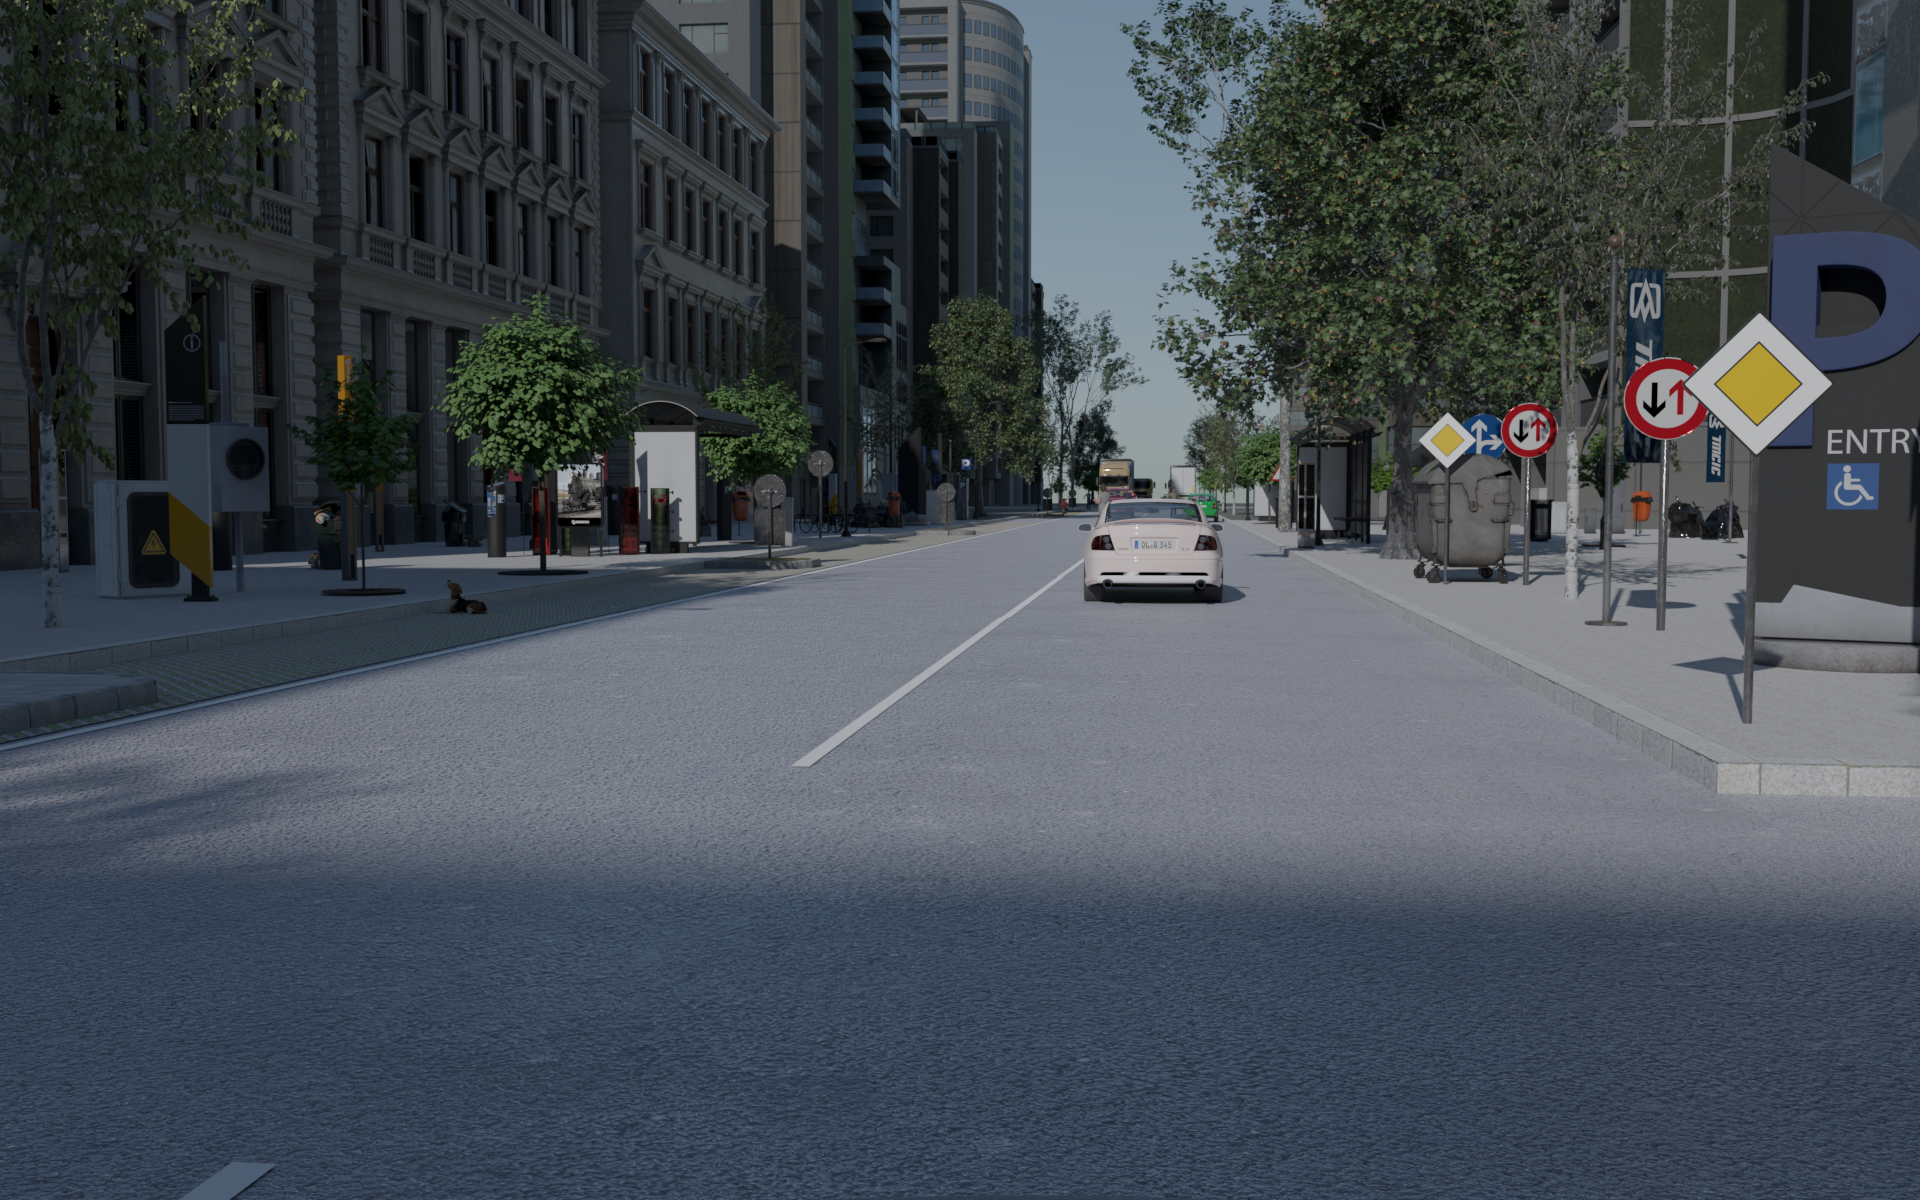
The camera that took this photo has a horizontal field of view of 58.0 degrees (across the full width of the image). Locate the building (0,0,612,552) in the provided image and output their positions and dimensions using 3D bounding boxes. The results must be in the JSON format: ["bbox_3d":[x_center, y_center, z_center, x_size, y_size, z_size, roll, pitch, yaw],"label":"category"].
[{"bbox_3d":[-18.163,-13.532,50.133,11.050,23.489,19.941,0,4,7],"label":"building"}]

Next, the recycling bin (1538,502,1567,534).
[{"bbox_3d":[19.190,-2.662,56.081,0.722,1.027,0.722,0,4,3],"label":"recycling bin"}]

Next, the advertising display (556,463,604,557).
[{"bbox_3d":[-7.758,-1.844,35.371,0.974,1.923,0.123,0,4,5],"label":"advertising display"}]

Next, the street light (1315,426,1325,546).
[{"bbox_3d":[8.342,-4.300,42.849,1.470,5.913,1.316,0,4,7],"label":"street light"}]

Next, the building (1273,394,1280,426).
[{"bbox_3d":[52.388,-36.986,224.331,23.786,49.044,30.456,0,4,7],"label":"building"}]

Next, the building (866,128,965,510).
[{"bbox_3d":[-7.343,-22.548,140.359,14.160,30.474,14.107,0,4,7],"label":"building"}]

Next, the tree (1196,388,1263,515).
[{"bbox_3d":[16.609,-9.538,106.308,4.360,8.622,3.978,0,3,0],"label":"tree"}]

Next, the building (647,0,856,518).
[{"bbox_3d":[-13.917,-25.167,95.076,14.154,41.232,14.086,0,4,7],"label":"building"}]

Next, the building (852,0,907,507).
[{"bbox_3d":[-15.082,-49.189,116.917,22.319,86.520,31.000,0,4,7],"label":"building"}]

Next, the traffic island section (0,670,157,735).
[{"bbox_3d":[-6.583,0.687,11.055,2.009,0.180,2.903,0,4,7],"label":"traffic island section"}]

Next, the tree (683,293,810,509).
[{"bbox_3d":[-7.572,-6.877,62.796,4.737,8.622,4.395,0,3,0],"label":"tree"}]

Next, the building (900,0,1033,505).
[{"bbox_3d":[-3.097,-40.669,206.929,21.231,58.520,28.212,0,4,7],"label":"building"}]

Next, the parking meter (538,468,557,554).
[{"bbox_3d":[-8.821,-1.916,37.041,0.255,1.863,0.399,-3,5,-40],"label":"parking meter"}]

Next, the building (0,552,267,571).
[{"bbox_3d":[-20.484,-12.323,30.364,11.050,23.489,19.941,0,4,7],"label":"building"}]

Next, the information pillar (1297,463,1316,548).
[{"bbox_3d":[8.207,-2.234,41.010,0.304,2.012,0.304,-2,4,-23],"label":"information pillar"}]

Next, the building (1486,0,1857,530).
[{"bbox_3d":[32.250,-38.299,64.440,20.563,71.187,20.611,0,4,7],"label":"building"}]

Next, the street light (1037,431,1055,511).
[{"bbox_3d":[6.348,-9.515,128.112,1.470,5.913,1.316,0,4,7],"label":"street light"}]

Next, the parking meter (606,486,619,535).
[{"bbox_3d":[-10.805,-2.781,53.875,0.372,1.533,0.369,0,3,0],"label":"parking meter"}]

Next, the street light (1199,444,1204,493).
[{"bbox_3d":[22.864,-11.468,160.043,1.470,5.913,1.316,0,4,7],"label":"street light"}]

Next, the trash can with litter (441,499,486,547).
[{"bbox_3d":[-12.079,-1.885,42.204,1.055,1.170,0.624,1,4,10],"label":"trash can with litter"}]

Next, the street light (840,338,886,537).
[{"bbox_3d":[-2.884,-4.849,51.827,1.470,5.913,1.316,0,4,7],"label":"street light"}]

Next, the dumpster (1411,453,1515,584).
[{"bbox_3d":[7.392,-1.206,25.482,1.264,1.857,1.865,0,4,7],"label":"dumpster"}]

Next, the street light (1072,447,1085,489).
[{"bbox_3d":[11.581,-12.068,169.849,1.470,5.913,1.316,0,4,7],"label":"street light"}]

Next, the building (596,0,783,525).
[{"bbox_3d":[-15.174,-14.330,70.456,11.583,22.565,21.152,0,4,7],"label":"building"}]

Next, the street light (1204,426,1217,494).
[{"bbox_3d":[17.689,-8.955,118.953,1.470,5.913,1.316,0,4,7],"label":"street light"}]

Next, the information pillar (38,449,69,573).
[{"bbox_3d":[-14.754,-1.450,28.199,0.304,2.012,0.304,0,4,-1],"label":"information pillar"}]

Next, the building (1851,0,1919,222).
[{"bbox_3d":[30.427,-24.767,24.545,30.456,49.044,23.786,0,4,7],"label":"building"}]

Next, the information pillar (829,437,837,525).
[{"bbox_3d":[-5.200,-4.856,70.756,0.183,3.616,0.504,-3,4,-39],"label":"information pillar"}]

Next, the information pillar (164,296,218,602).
[{"bbox_3d":[-9.150,-1.788,20.582,0.504,3.616,0.183,0,4,-1],"label":"information pillar"}]

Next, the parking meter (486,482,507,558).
[{"bbox_3d":[-9.373,-1.628,35.024,0.372,1.533,0.369,0,3,0],"label":"parking meter"}]

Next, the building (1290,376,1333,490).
[{"bbox_3d":[42.533,-30.855,188.080,14.154,41.232,14.086,0,4,7],"label":"building"}]

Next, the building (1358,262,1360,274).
[{"bbox_3d":[33.232,-20.998,115.010,14.160,30.474,14.107,0,4,7],"label":"building"}]

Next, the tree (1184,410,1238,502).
[{"bbox_3d":[28.191,-15.770,192.251,7.601,10.594,8.767,-1,4,-20],"label":"tree"}]

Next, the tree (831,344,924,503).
[{"bbox_3d":[-3.986,-8.211,84.606,4.360,8.622,3.978,0,3,0],"label":"tree"}]

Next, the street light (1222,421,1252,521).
[{"bbox_3d":[13.389,-6.795,83.646,1.470,5.913,1.316,0,4,7],"label":"street light"}]

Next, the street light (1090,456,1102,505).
[{"bbox_3d":[16.560,-14.564,210.656,1.470,5.913,1.316,0,4,7],"label":"street light"}]

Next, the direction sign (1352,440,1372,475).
[{"bbox_3d":[16.323,-4.808,70.600,0.876,3.537,0.379,1,4,18],"label":"direction sign"}]

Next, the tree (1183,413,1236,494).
[{"bbox_3d":[31.378,-17.750,215.974,9.928,11.665,9.643,0,3,0],"label":"tree"}]

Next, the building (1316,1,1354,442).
[{"bbox_3d":[42.463,-33.335,134.262,28.713,52.752,27.495,0,4,7],"label":"building"}]

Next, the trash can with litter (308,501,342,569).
[{"bbox_3d":[-10.872,-1.114,29.600,0.624,1.170,1.055,-3,5,-42],"label":"trash can with litter"}]

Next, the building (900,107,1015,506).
[{"bbox_3d":[-1.815,-30.672,185.077,14.154,41.232,14.086,0,4,7],"label":"building"}]

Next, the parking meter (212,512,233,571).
[{"bbox_3d":[-12.432,-1.264,29.076,0.372,1.533,0.369,0,3,0],"label":"parking meter"}]

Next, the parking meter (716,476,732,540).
[{"bbox_3d":[-6.546,-2.594,48.123,0.255,1.863,0.399,3,4,38],"label":"parking meter"}]

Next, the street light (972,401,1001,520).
[{"bbox_3d":[1.335,-6.999,86.972,1.470,5.913,1.316,0,4,7],"label":"street light"}]

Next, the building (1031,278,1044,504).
[{"bbox_3d":[3.551,-27.944,228.588,14.160,30.474,14.107,0,4,7],"label":"building"}]
